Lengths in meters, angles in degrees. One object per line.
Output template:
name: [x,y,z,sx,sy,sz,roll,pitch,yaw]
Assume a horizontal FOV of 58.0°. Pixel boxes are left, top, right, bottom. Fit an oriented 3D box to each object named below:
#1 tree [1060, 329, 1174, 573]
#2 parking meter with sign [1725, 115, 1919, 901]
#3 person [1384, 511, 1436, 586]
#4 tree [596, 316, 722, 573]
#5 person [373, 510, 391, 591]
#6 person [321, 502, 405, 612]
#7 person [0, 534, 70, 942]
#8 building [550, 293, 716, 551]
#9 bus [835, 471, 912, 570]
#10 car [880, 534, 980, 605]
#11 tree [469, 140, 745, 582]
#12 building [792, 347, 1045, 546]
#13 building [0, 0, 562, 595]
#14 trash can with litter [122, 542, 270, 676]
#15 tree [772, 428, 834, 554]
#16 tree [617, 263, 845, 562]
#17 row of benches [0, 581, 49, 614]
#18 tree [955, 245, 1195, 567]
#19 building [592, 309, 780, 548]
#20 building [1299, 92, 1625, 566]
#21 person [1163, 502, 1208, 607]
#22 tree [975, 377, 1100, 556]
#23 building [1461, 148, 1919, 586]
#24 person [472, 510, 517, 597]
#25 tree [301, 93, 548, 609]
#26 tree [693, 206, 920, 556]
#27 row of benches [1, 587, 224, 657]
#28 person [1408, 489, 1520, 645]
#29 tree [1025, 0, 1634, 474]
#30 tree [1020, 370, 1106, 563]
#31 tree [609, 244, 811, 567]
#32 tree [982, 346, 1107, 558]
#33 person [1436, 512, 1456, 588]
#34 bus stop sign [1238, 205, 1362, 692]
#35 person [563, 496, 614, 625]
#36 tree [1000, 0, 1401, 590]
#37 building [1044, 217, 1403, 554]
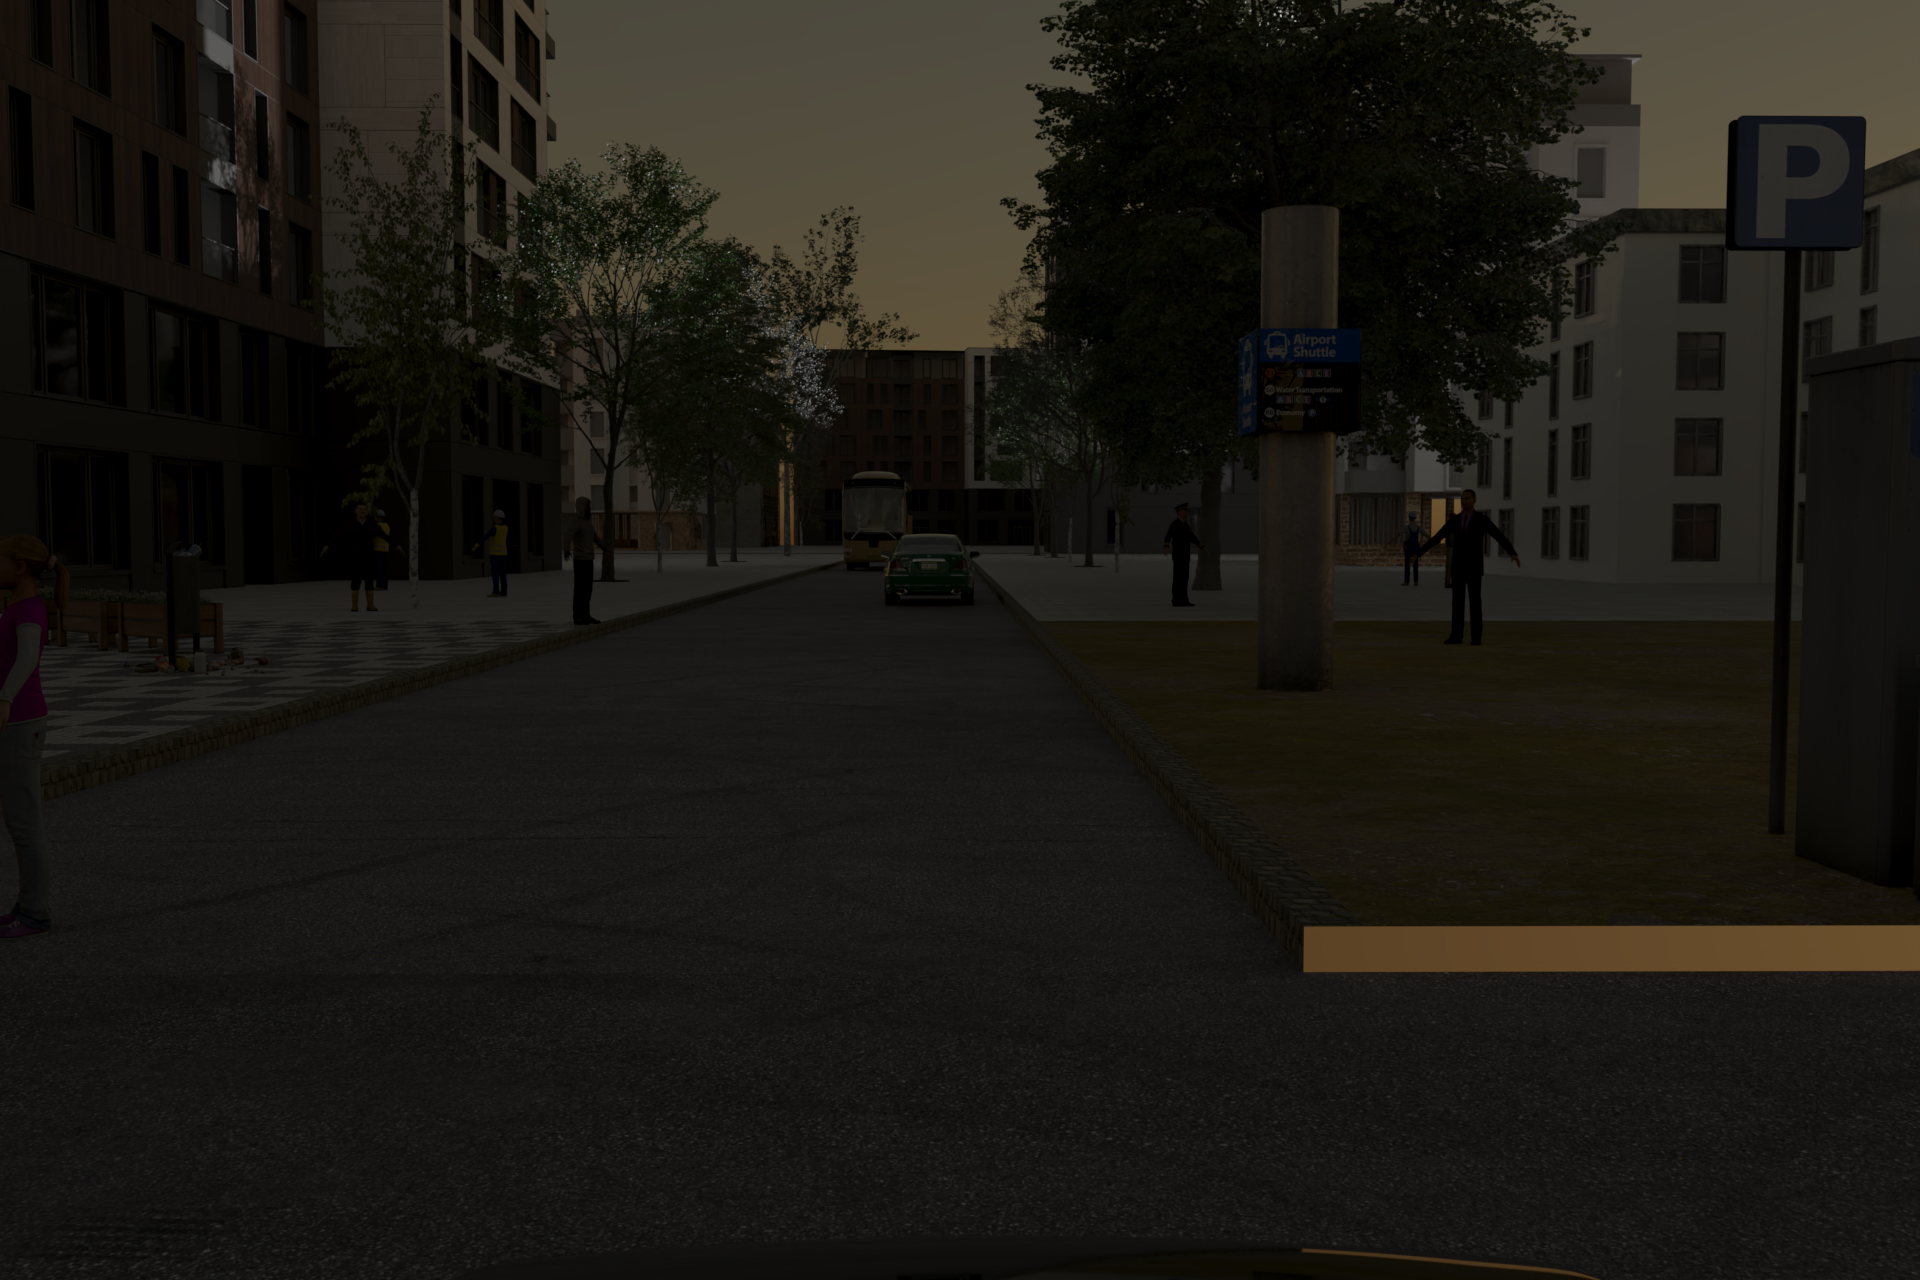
tree: [5.455,-6.542,57.322,4.737,8.622,4.395,0,3,0]
parking meter with sign: [3.521,-0.627,6.510,0.543,3.016,1.738,0,4,-1]
person: [11.190,-2.269,42.952,1.347,1.847,0.705,0,4,-8]
tree: [-9.923,-6.525,57.049,4.360,8.622,3.978,0,3,0]
person: [-13.197,-2.042,39.350,0.705,1.833,1.349,0,4,6]
person: [-9.913,-1.382,28.737,1.346,1.812,0.704,-2,4,-29]
person: [-3.428,0.338,6.196,0.599,1.433,0.991,-2,4,-29]
building: [-25.867,-17.084,135.741,16.016,20.090,11.380,0,4,0]
bus: [-3.342,-4.904,71.723,2.896,3.916,12.252,0,4,-1]
car: [-0.627,-1.498,36.296,2.131,1.459,4.920,0,4,-1]
tree: [-9.299,-7.359,46.081,9.928,11.665,9.643,0,3,0]
building: [-2.867,-21.732,201.742,32.646,21.610,27.936,0,4,-7]
building: [-27.904,-12.289,44.894,27.936,21.610,32.646,0,4,-1]
trash can with litter: [-7.223,-0.348,16.748,1.678,1.210,2.233,0,4,1]
tree: [-10.186,-9.823,110.973,4.360,8.622,3.978,0,3,0]
tree: [-10.319,-10.307,78.889,12.009,13.543,11.850,0,3,0]
row of benches: [-14.048,-0.457,22.927,1.422,0.672,4.104,1,4,22]
tree: [5.122,-9.592,67.192,12.009,13.543,11.850,0,3,0]
building: [-28.026,-20.828,171.468,19.493,23.208,18.063,0,4,-1]
building: [20.373,-13.711,80.594,16.016,20.090,11.380,0,4,-1]
person: [3.944,-1.512,30.652,0.705,1.837,1.347,3,5,40]
tree: [4.686,-10.844,103.052,9.928,11.665,9.643,0,3,0]
building: [21.558,-6.288,44.955,9.099,9.664,28.070,0,4,0]
person: [-9.491,-1.771,35.413,0.721,1.772,1.216,2,4,30]
tree: [-9.358,-4.861,29.833,4.737,8.622,4.395,0,3,0]
tree: [-8.580,-14.868,98.987,12.611,20.169,13.585,0,3,0]
row of benches: [-9.576,-0.248,19.519,4.104,0.672,1.422,3,4,39]
person: [5.869,-0.848,20.083,1.346,1.802,0.704,3,5,40]
tree: [5.822,-7.411,27.818,9.857,13.997,8.962,0,3,0]
tree: [5.007,-7.785,77.647,4.360,8.622,3.978,0,3,0]
tree: [-9.706,-9.143,67.620,7.486,12.596,7.792,0,3,0]
tree: [5.040,-10.270,93.669,9.928,11.665,9.643,0,3,0]
person: [11.716,-2.133,41.144,1.348,1.796,0.705,-2,4,-35]
bus stop sign: [2.776,-1.543,14.250,0.837,3.901,0.837,0,4,-1]
person: [-5.326,-1.131,24.613,0.705,1.813,1.348,1,4,16]
tree: [5.687,-8.119,39.405,9.857,13.997,8.962,0,3,0]
building: [19.976,-17.297,126.788,27.936,21.610,32.646,0,4,0]
